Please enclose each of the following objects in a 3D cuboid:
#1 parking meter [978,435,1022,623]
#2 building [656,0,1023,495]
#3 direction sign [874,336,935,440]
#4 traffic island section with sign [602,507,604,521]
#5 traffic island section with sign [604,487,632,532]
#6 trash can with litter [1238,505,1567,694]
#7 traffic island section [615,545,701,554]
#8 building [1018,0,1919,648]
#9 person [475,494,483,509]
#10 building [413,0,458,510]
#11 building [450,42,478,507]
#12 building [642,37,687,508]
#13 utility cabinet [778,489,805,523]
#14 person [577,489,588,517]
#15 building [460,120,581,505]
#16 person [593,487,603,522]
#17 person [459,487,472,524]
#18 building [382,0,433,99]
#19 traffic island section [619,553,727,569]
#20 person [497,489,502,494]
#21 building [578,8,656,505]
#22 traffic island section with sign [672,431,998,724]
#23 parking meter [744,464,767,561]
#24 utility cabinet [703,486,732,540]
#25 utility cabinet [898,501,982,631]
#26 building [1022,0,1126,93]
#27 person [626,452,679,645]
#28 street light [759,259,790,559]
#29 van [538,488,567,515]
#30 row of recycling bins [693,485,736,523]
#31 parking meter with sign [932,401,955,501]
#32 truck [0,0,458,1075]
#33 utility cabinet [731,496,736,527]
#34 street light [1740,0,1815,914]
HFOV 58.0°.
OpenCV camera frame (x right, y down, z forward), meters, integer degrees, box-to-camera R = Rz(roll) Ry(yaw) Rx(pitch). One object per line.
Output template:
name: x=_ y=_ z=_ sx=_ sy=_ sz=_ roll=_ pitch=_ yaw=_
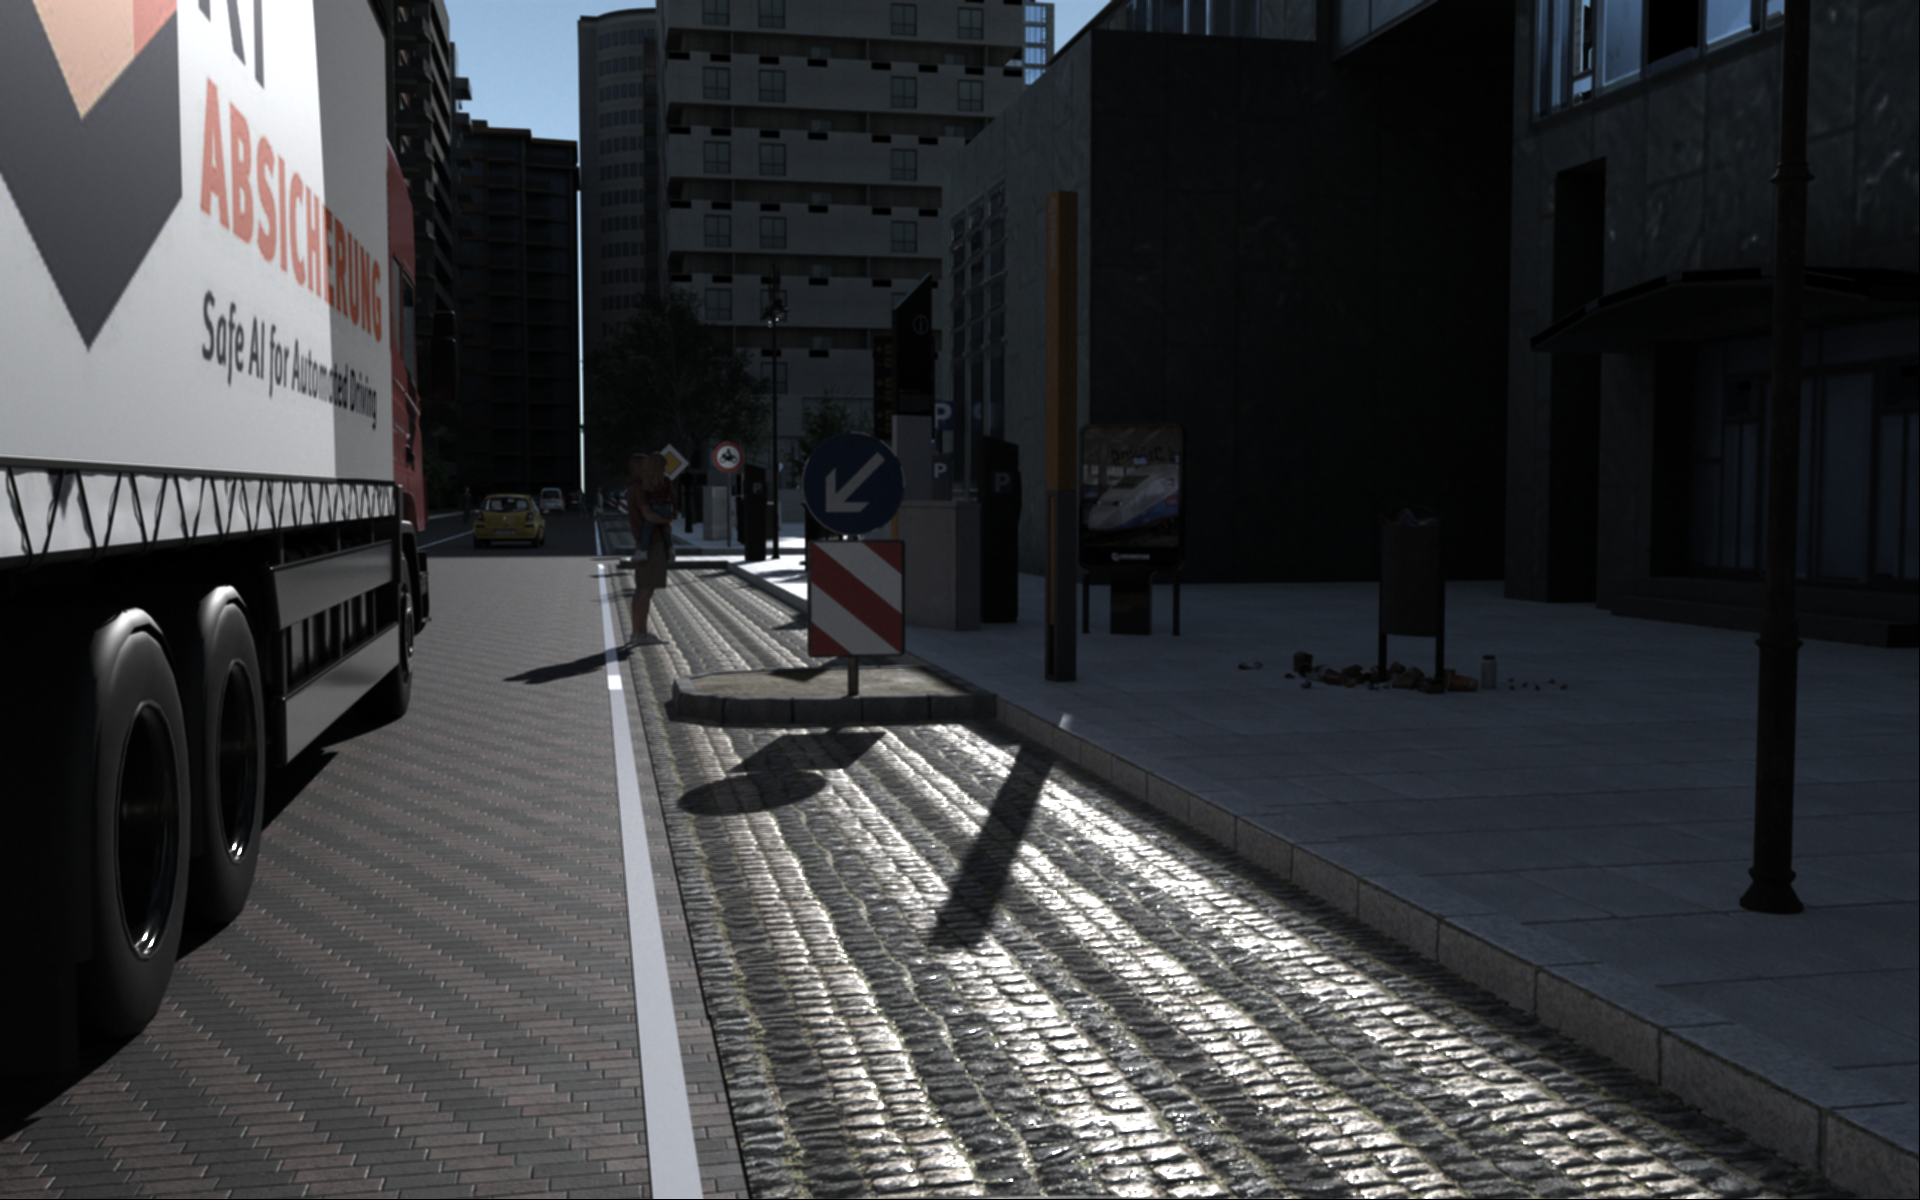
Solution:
parking meter: x=0.392 y=-0.708 z=17.289 sx=0.399 sy=1.863 sz=0.255 roll=-1 pitch=4 yaw=-17
building: x=-10.501 y=-33.737 z=140.844 sx=28.713 sy=52.752 sz=27.495 roll=-1 pitch=4 yaw=-12
direction sign: x=-0.799 y=-2.014 z=24.921 sx=0.876 sy=3.537 sz=0.379 roll=0 pitch=4 yaw=-5
traffic island section with sign: x=-18.061 y=-5.128 z=92.475 sx=1.989 sy=1.847 sz=2.006 roll=-1 pitch=4 yaw=-12
traffic island section with sign: x=-12.453 y=-3.516 z=66.107 sx=1.989 sy=1.847 sz=2.006 roll=-1 pitch=4 yaw=-12
trash can with litter: x=2.890 y=-0.054 z=11.948 sx=1.678 sy=1.210 sz=2.233 roll=-2 pitch=4 yaw=-33
traffic island section: x=-7.354 y=-1.208 z=42.040 sx=2.009 sy=0.180 sz=2.903 roll=-1 pitch=4 yaw=-12
building: x=13.768 y=-43.211 z=19.171 sx=22.319 sy=86.520 sz=31.000 roll=-1 pitch=4 yaw=-12
person: x=-34.164 y=-6.812 z=123.131 sx=0.557 sy=1.426 sz=1.065 roll=-3 pitch=5 yaw=-43
building: x=-55.403 y=-32.112 z=148.738 sx=21.300 sy=48.544 sz=21.600 roll=-1 pitch=4 yaw=-12
building: x=-64.252 y=-33.780 z=171.918 sx=30.456 sy=49.044 sz=23.786 roll=-1 pitch=4 yaw=-12
building: x=-22.137 y=-29.160 z=160.357 sx=14.154 sy=41.232 sz=14.086 roll=-1 pitch=4 yaw=-12
utility cabinet: x=-7.489 y=-4.176 z=76.951 sx=1.173 sy=1.500 sz=0.318 roll=0 pitch=4 yaw=3
person: x=-23.803 y=-6.129 z=109.052 sx=0.623 sy=1.781 sz=0.721 roll=1 pitch=4 yaw=20
building: x=-59.550 y=-33.662 z=204.993 sx=28.867 sy=44.769 sz=22.147 roll=-1 pitch=4 yaw=-12
person: x=-18.742 y=-4.952 z=89.825 sx=0.624 sy=1.780 sz=0.694 roll=-1 pitch=4 yaw=-20
person: x=-23.438 y=-4.476 z=82.098 sx=0.534 sy=1.772 sz=0.576 roll=1 pitch=4 yaw=12
building: x=-49.722 y=-28.712 z=124.070 sx=22.147 sy=44.769 sz=28.867 roll=-1 pitch=4 yaw=-12
traffic island section: x=-5.696 y=-0.731 z=34.228 sx=2.009 sy=0.180 sz=2.903 roll=-1 pitch=4 yaw=-12
person: x=-39.355 y=-8.536 z=148.074 sx=1.348 sy=1.824 sz=0.705 roll=0 pitch=4 yaw=-4
building: x=-31.470 y=-40.839 z=209.723 sx=28.212 sy=58.520 sz=21.231 roll=-1 pitch=4 yaw=-12
traffic island section with sign: x=-0.931 y=-0.189 z=11.719 sx=1.989 sy=1.847 sz=2.006 roll=-1 pitch=4 yaw=-12
parking meter: x=-3.931 y=-1.689 z=33.331 sx=0.399 sy=1.863 sz=0.255 roll=-2 pitch=4 yaw=-27
utility cabinet: x=-6.745 y=-2.419 z=48.227 sx=0.318 sy=1.500 sz=1.173 roll=1 pitch=4 yaw=19
utility cabinet: x=-0.204 y=-0.334 z=16.630 sx=0.306 sy=1.237 sz=1.020 roll=-3 pitch=4 yaw=-36
building: x=23.743 y=-36.528 z=186.476 sx=27.495 sy=52.752 sz=28.713 roll=-1 pitch=4 yaw=-12
person: x=-2.959 y=-0.491 z=16.495 sx=0.580 sy=1.828 sz=0.573 roll=2 pitch=4 yaw=23
street light: x=-3.653 y=-3.755 z=34.175 sx=0.468 sy=5.910 sz=1.993 roll=-1 pitch=4 yaw=-12
van: x=-28.535 y=-6.982 z=121.161 sx=2.013 sy=2.044 sz=4.112 roll=-1 pitch=4 yaw=-11
row of recycling bins: x=-10.559 y=-4.389 z=78.871 sx=3.534 sy=1.692 sz=1.069 roll=-2 pitch=4 yaw=-35
parking meter with sign: x=-0.379 y=-2.172 z=31.774 sx=0.543 sy=3.016 sz=1.738 roll=0 pitch=4 yaw=1
truck: x=-3.990 y=-1.139 z=7.535 sx=2.839 sy=4.237 sz=11.283 roll=-1 pitch=4 yaw=-12
utility cabinet: x=-9.004 y=-3.405 z=66.836 sx=1.020 sy=1.237 sz=0.306 roll=-3 pitch=4 yaw=-36
street light: x=2.517 y=-1.982 z=5.194 sx=0.468 sy=5.910 sz=1.993 roll=-1 pitch=4 yaw=-12
